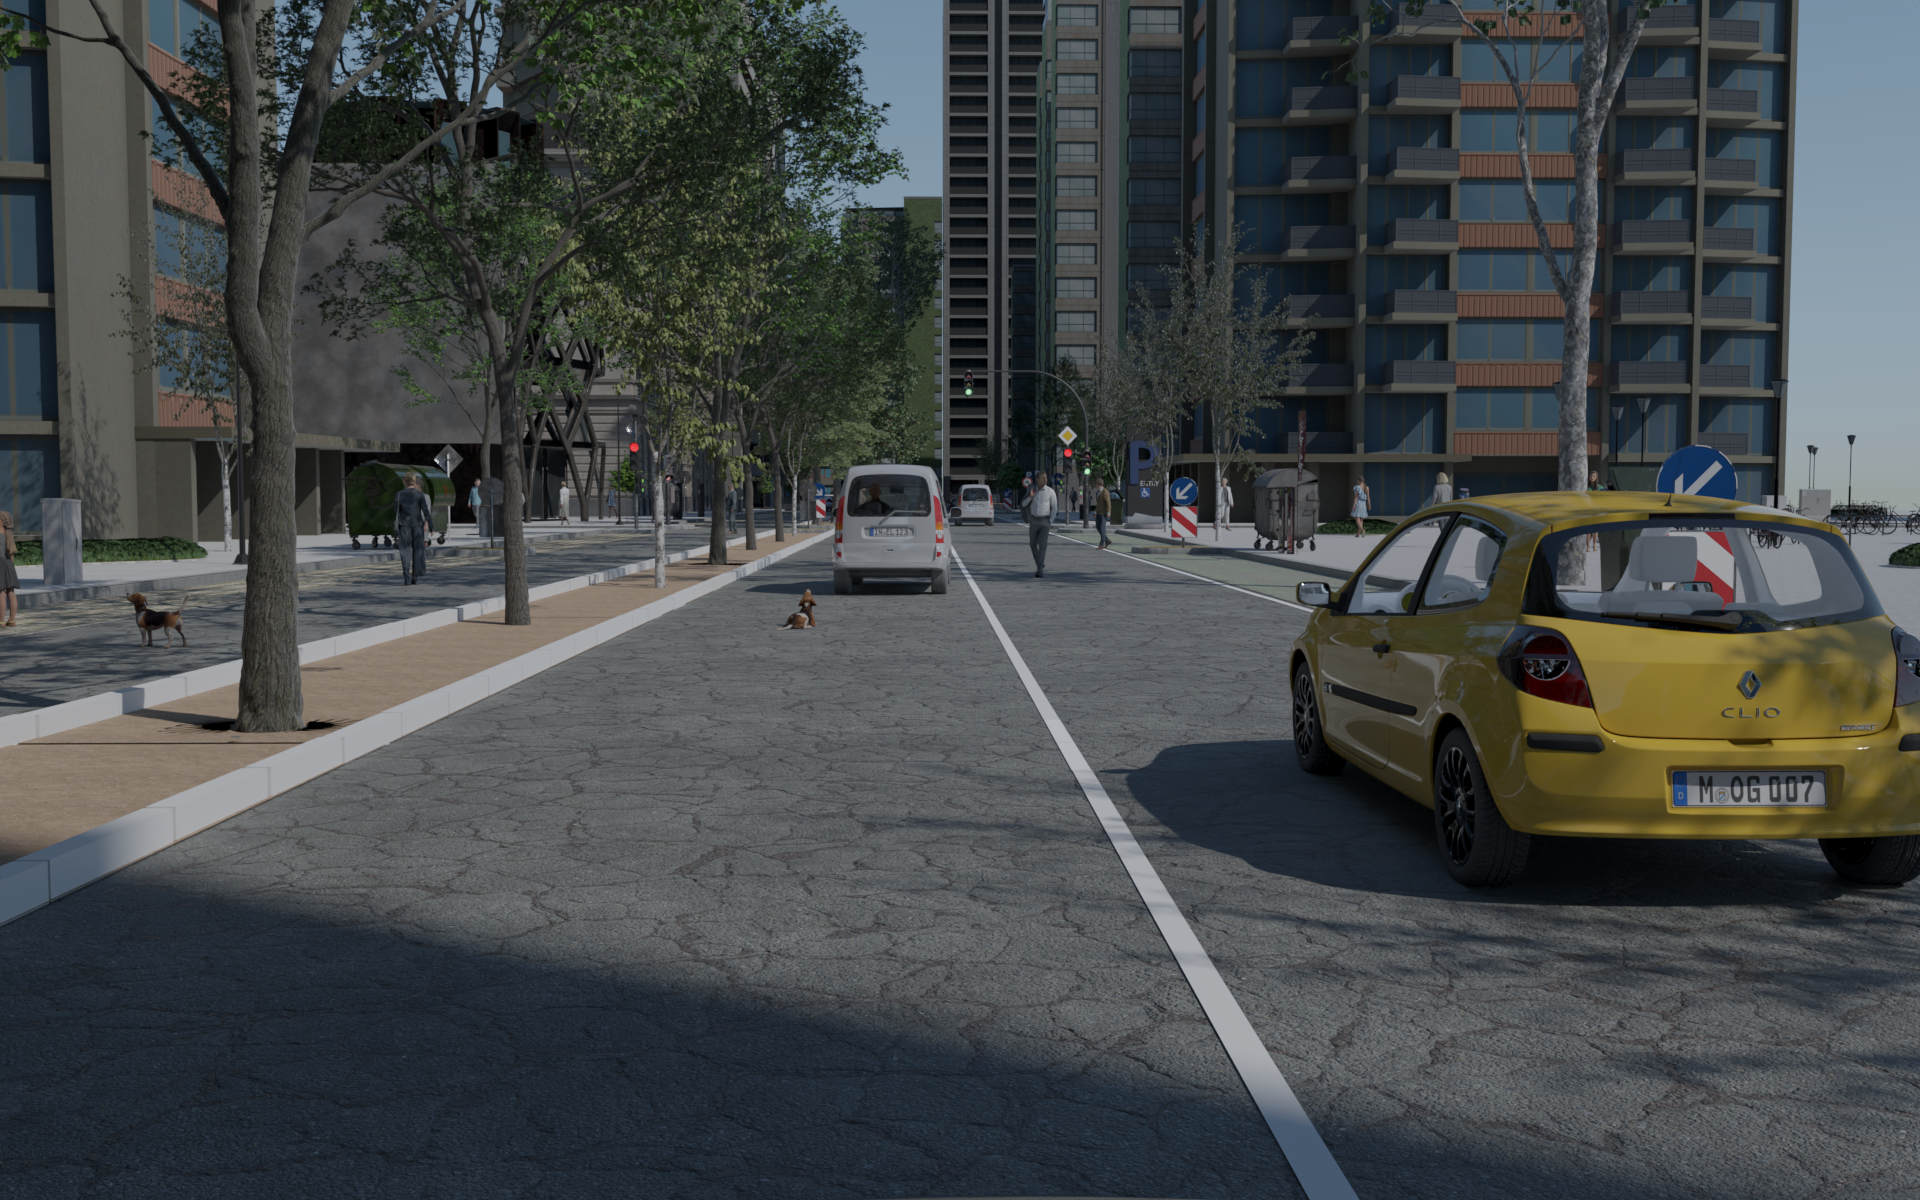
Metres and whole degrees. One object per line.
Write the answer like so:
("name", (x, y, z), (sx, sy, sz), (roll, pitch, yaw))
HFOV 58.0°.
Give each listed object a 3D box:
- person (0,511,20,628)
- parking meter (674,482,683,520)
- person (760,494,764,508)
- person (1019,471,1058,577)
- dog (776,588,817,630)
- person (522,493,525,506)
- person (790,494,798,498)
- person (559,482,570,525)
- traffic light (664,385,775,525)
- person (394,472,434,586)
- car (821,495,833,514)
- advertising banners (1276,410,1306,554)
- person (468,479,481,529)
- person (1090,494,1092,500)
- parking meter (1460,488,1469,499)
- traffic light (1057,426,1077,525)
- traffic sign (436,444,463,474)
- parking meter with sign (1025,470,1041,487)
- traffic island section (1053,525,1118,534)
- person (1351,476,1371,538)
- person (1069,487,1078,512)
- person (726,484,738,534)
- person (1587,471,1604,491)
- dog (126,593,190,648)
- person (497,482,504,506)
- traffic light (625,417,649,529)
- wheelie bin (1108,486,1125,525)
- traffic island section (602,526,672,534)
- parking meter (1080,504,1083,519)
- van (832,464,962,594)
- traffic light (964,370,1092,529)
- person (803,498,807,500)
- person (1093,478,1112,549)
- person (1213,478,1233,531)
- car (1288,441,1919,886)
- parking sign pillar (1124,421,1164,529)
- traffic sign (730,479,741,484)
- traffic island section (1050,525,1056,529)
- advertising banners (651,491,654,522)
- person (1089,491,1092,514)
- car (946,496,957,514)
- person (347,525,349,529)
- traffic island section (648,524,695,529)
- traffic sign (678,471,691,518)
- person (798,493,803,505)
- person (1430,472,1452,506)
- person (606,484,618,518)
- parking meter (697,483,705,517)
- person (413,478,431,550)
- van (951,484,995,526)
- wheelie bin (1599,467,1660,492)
("person", (-10.255, -0.325, 18.478), (0.373, 1.253, 0.362), (1, 4, 21))
("parking meter", (-14.189, -4.980, 87.138), (0.399, 1.863, 0.255), (2, 4, 24))
("person", (-17.754, -9.050, 154.731), (0.721, 1.735, 1.217), (-1, 4, -14))
("person", (1.359, -1.316, 30.110), (0.679, 1.850, 0.850), (1, 4, 15))
("dog", (-1.769, 0.098, 18.587), (0.748, 0.427, 0.550), (-2, 4, -35))
("person", (-16.899, -3.538, 66.196), (0.795, 1.843, 0.661), (3, 4, 37))
("person", (-21.591, -13.245, 225.871), (1.217, 1.723, 0.721), (1, 4, 23))
("person", (-16.302, -3.987, 71.456), (0.478, 1.798, 0.641), (-2, 4, -35))
("traffic light", (-9.936, -5.918, 71.425), (4.771, 5.953, 1.251), (0, 4, -1))
("person", (-8.599, -1.119, 27.225), (0.576, 1.772, 0.534), (-3, 4, -37))
("car", (-9.767, -6.839, 124.400), (1.945, 1.354, 3.894), (0, 4, 0))
("advertising banners", (7.078, -2.498, 37.026), (0.090, 3.025, 2.074), (0, 4, -4))
("person", (-17.649, -3.525, 63.536), (0.638, 1.841, 0.748), (2, 4, 28))
("person", (8.518, -6.681, 115.636), (0.716, 1.782, 0.532), (-3, 5, -42))
("parking meter", (21.059, -3.909, 72.324), (0.372, 1.533, 0.369), (0, 3, 0))
("traffic light", (4.431, -5.065, 71.739), (0.839, 4.253, 0.868), (0, 4, -1))
("traffic sign", (-13.486, -2.809, 45.654), (0.795, 2.593, 0.064), (0, 4, 6))
("parking meter with sign", (5.354, -8.020, 127.384), (0.543, 3.016, 1.738), (-1, 4, -21))
("traffic island section", (4.657, -2.544, 63.871), (2.009, 0.180, 2.903), (0, 4, -1))
("person", (11.775, -2.728, 50.733), (0.616, 1.811, 0.778), (-1, 4, -9))
("person", (7.917, -7.047, 121.657), (0.661, 1.777, 0.834), (2, 4, 35))
("person", (-8.296, -3.284, 62.374), (0.590, 1.801, 0.661), (-1, 4, -19))
("person", (14.007, -1.962, 38.362), (0.600, 1.795, 0.529), (1, 4, 14))
("dog", (-7.486, 0.190, 16.184), (0.540, 0.507, 0.406), (-2, 4, -25))
("person", (-15.942, -3.329, 60.815), (0.721, 1.781, 0.623), (0, 4, 8))
("traffic light", (-11.840, -4.553, 63.359), (0.839, 4.253, 0.868), (0, 4, -1))
("wheelie bin", (6.469, -3.900, 71.677), (0.693, 1.594, 0.980), (1, 4, 9))
("traffic island section", (-11.880, -2.521, 63.493), (2.009, 0.180, 2.903), (0, 4, -1))
("parking meter", (6.229, -4.838, 87.507), (0.372, 1.533, 0.369), (0, 3, 0))
("van", (-0.977, -1.173, 26.193), (2.013, 2.044, 4.112), (0, 4, 0))
("traffic light", (2.527, -5.437, 63.566), (4.771, 5.953, 1.251), (0, 4, -1))
("person", (-17.540, -11.733, 198.424), (0.990, 1.755, 0.434), (-2, 4, -32))
("person", (3.692, -2.243, 45.087), (0.656, 1.842, 0.836), (2, 4, 33))
("person", (9.219, -3.353, 60.748), (0.514, 1.842, 0.818), (-3, 4, -37))
("car", (2.629, 0.150, 7.770), (2.015, 1.641, 3.980), (0, 4, -1))
("parking sign pillar", (6.748, -4.588, 63.489), (1.447, 3.967, 1.447), (0, 4, -6))
("traffic sign", (-15.466, -7.316, 119.343), (0.795, 2.593, 0.064), (0, 4, 7))
("traffic island section", (4.471, -3.032, 71.854), (2.009, 0.180, 2.903), (0, 4, -1))
("advertising banners", (-13.988, -5.054, 78.815), (0.090, 3.025, 2.074), (-1, 4, -13))
("person", (8.482, -6.427, 113.724), (0.523, 1.515, 0.503), (-1, 4, -13))
("car", (-0.008, -6.705, 122.208), (1.945, 1.354, 3.894), (0, 4, -3))
("person", (-20.965, -3.318, 60.397), (0.850, 1.850, 0.679), (-1, 4, -22))
("traffic island section", (-12.066, -3.009, 71.476), (2.009, 0.180, 2.903), (0, 4, -1))
("traffic sign", (-14.989, -5.756, 94.224), (0.768, 2.556, 0.104), (0, 4, 6))
("person", (-19.102, -12.353, 208.032), (1.348, 1.822, 0.705), (1, 4, 16))
("person", (11.540, -2.168, 41.672), (0.709, 1.800, 0.728), (-1, 4, -16))
("person", (-18.772, -5.331, 93.304), (0.616, 1.811, 0.778), (2, 4, 27))
("parking meter", (-14.305, -5.500, 95.636), (0.255, 1.863, 0.399), (-3, 4, -36))
("person", (-10.067, -1.398, 32.100), (0.466, 1.731, 0.760), (-2, 4, -29))
("van", (0.615, -4.363, 78.351), (2.013, 2.044, 4.112), (0, 4, -2))
("wheelie bin", (7.788, -0.746, 20.102), (0.980, 1.594, 0.693), (0, 4, -8))
